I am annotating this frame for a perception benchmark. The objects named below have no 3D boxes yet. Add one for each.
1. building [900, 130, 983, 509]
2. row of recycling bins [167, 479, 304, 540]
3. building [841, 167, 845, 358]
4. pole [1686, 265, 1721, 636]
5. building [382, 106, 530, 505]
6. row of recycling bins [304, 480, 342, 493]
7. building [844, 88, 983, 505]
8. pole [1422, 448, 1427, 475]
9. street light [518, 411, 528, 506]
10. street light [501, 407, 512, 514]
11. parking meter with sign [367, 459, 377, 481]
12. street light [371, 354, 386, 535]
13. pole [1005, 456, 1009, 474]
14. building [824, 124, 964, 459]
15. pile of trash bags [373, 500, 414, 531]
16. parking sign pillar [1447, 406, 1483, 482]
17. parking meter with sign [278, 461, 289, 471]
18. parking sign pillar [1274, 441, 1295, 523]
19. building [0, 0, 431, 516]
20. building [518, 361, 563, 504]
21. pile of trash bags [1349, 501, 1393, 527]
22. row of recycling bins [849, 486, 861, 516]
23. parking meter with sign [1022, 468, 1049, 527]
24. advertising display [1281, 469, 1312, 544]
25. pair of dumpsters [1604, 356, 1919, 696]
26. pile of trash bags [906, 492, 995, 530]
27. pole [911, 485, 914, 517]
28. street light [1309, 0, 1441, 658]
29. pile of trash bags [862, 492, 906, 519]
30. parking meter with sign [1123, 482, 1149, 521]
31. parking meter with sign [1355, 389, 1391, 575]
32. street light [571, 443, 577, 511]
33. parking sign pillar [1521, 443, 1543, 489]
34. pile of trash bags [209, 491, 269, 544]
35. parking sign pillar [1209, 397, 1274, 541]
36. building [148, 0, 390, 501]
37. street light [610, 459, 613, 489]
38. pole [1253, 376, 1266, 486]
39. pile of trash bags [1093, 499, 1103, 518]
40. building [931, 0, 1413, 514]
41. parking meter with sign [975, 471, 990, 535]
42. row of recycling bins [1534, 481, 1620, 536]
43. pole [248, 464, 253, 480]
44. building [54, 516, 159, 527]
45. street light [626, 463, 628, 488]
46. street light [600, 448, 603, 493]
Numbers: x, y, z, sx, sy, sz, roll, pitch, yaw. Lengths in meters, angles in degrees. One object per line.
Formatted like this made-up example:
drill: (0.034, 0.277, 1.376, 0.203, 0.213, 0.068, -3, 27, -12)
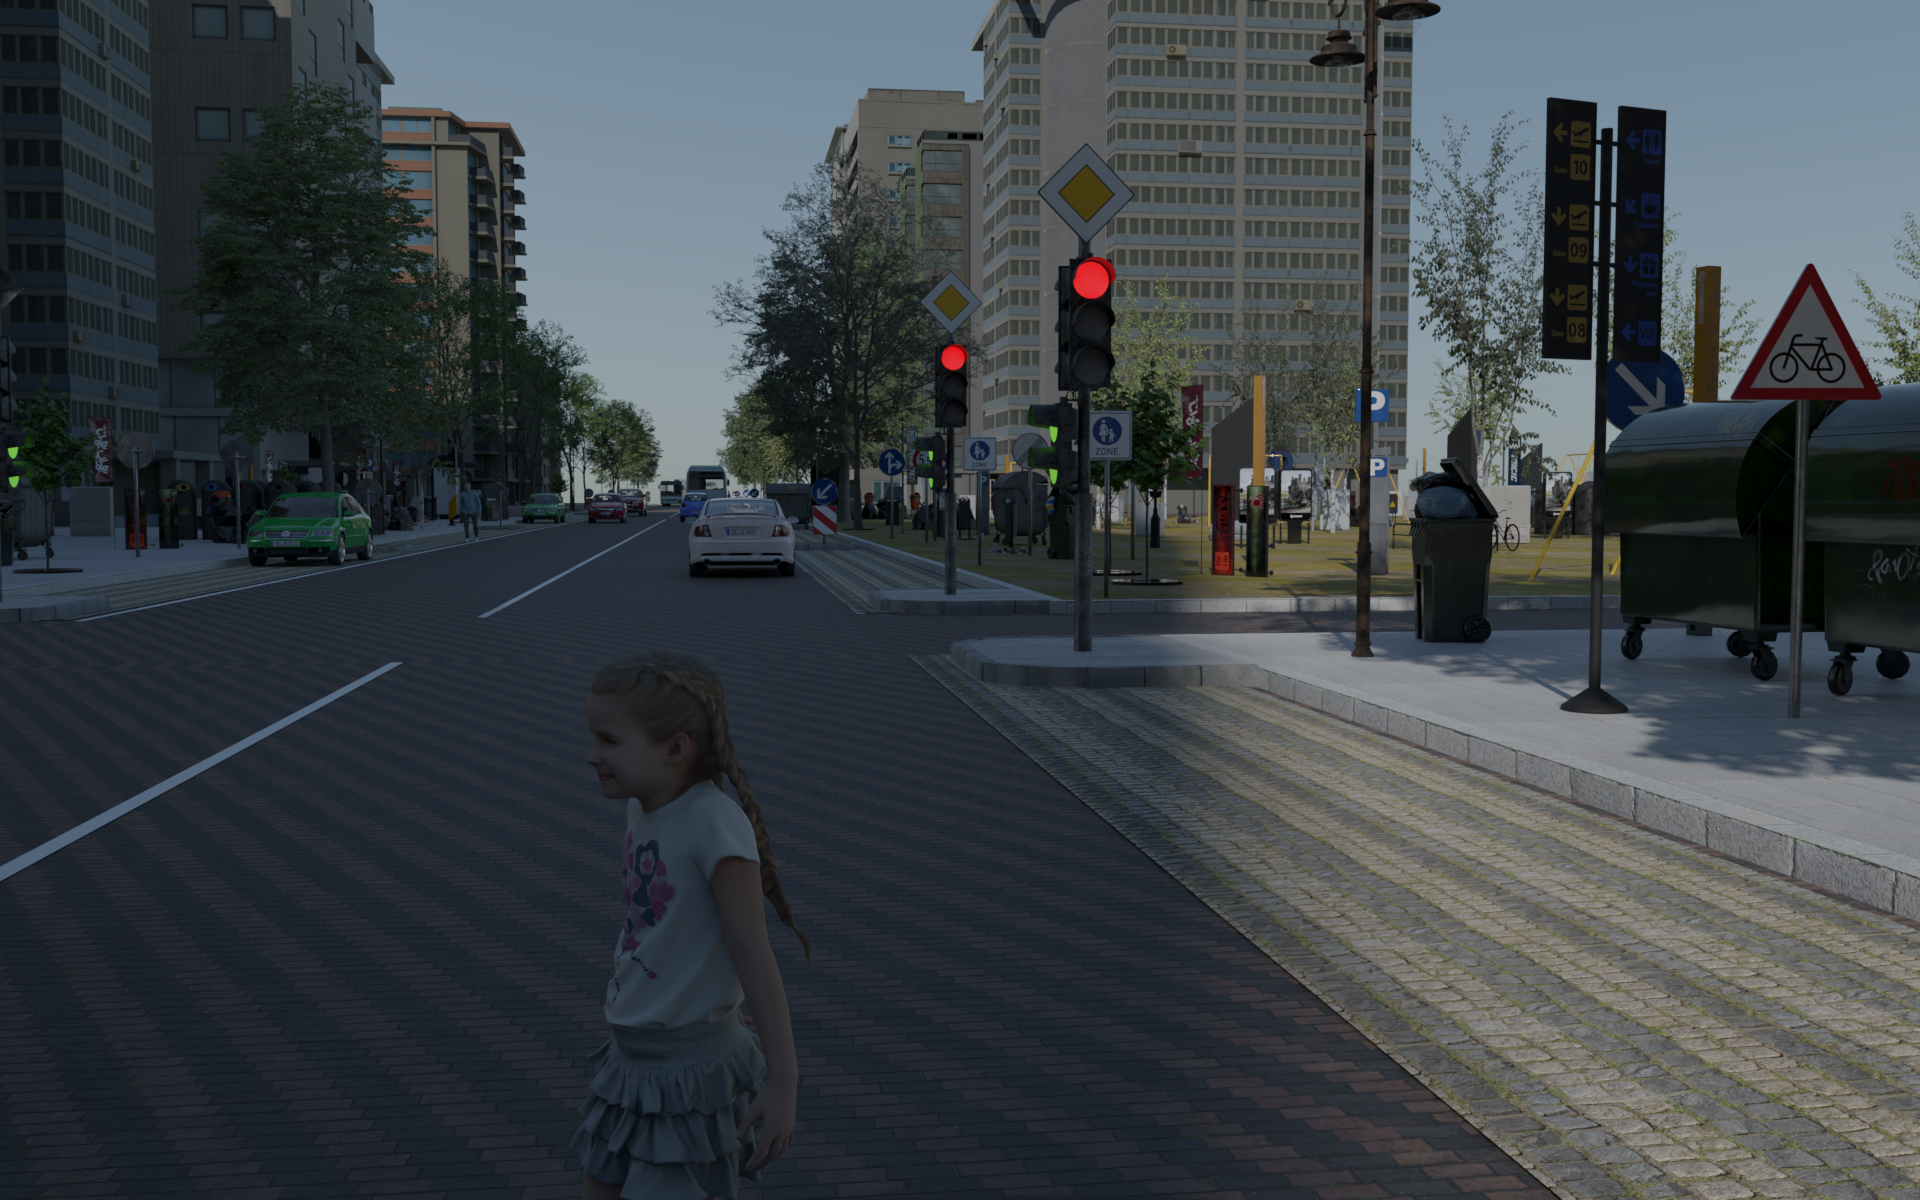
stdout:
building: (3.110, -22.622, 141.565, 14.160, 30.474, 14.107, 0, 4, -8)
row of recycling bins: (-20.556, -2.550, 48.813, 3.534, 1.692, 1.069, 0, 4, -1)
building: (-7.771, -34.997, 222.316, 14.600, 45.320, 14.200, 0, 4, -8)
pole: (6.706, -1.331, 15.612, 0.158, 3.312, 0.155, 0, 3, 0)
building: (-61.666, -33.273, 198.630, 22.147, 44.769, 28.867, 0, 4, -8)
row of recycling bins: (-19.817, -2.719, 51.572, 1.069, 1.692, 3.534, 2, 4, 26)
building: (-2.191, -35.551, 204.963, 21.300, 48.544, 21.600, 0, 4, -8)
pole: (20.676, -5.096, 77.159, 0.158, 3.312, 0.155, 0, 3, 0)
street light: (-24.258, -7.558, 96.362, 0.468, 5.910, 1.993, 0, 4, -8)
street light: (-23.303, -7.109, 89.026, 0.468, 5.910, 1.993, 0, 4, -8)
parking meter with sign: (-28.703, -5.390, 84.389, 0.543, 3.016, 1.738, -2, 4, -29)
street light: (-18.283, -5.008, 54.673, 0.468, 5.910, 1.993, 0, 4, -8)
pole: (2.499, -6.015, 92.183, 0.158, 3.312, 0.155, 0, 3, 0)
building: (-3.871, -40.047, 244.007, 28.713, 52.752, 27.495, 0, 4, -8)
pile of trash bags: (-20.793, -3.070, 59.944, 1.912, 1.369, 3.447, 3, 4, 37)
parking sign pillar: (15.596, -3.980, 53.551, 1.447, 3.967, 1.447, -1, 4, -18)
parking meter with sign: (-35.594, -5.855, 91.989, 0.543, 3.016, 1.738, 0, 4, -1)
parking sign pillar: (14.522, -5.495, 78.321, 1.447, 3.967, 1.447, -2, 4, -29)
building: (-57.267, -26.843, 130.761, 32.217, 40.220, 23.993, 0, 4, -8)
building: (-67.665, -23.399, 227.608, 27.650, 21.520, 28.899, 0, 4, -8)
pile of trash bags: (15.539, -3.596, 68.542, 1.912, 1.369, 3.447, -2, 4, -29)
row of recycling bins: (-5.789, -5.251, 92.967, 1.069, 1.692, 3.534, 0, 4, -3)
parking meter with sign: (3.022, -4.293, 66.458, 1.738, 3.016, 0.543, -3, 4, -38)
advertising display: (8.602, -2.403, 44.497, 0.974, 1.923, 0.123, -1, 4, -23)
pair of dumpsters: (6.029, -0.549, 11.465, 1.574, 2.255, 4.437, -1, 4, -8)
pile of trash bags: (0.059, -3.210, 62.230, 3.447, 1.369, 1.912, -1, 4, -18)
pole: (-2.664, -6.313, 97.066, 0.158, 3.312, 0.155, 0, 3, 0)
street light: (3.179, -2.490, 13.496, 0.468, 5.910, 1.993, 0, 4, -8)
pile of trash bags: (-3.377, -4.866, 89.313, 3.447, 1.369, 1.912, -3, 5, -44)
parking meter with sign: (8.224, -5.273, 82.476, 1.738, 3.016, 0.543, -1, 4, -23)
parking meter with sign: (6.703, -1.944, 28.046, 0.543, 3.016, 1.738, 1, 4, 10)
street light: (-29.191, -9.668, 130.856, 0.468, 5.910, 1.993, 0, 4, -8)
parking sign pillar: (29.940, -6.274, 91.050, 1.447, 3.967, 1.447, -1, 4, -23)
pile of trash bags: (-19.012, -2.218, 46.023, 3.447, 1.369, 1.912, 3, 5, 43)
parking sign pillar: (7.580, -3.616, 47.587, 1.447, 3.967, 1.447, 2, 4, 30)
building: (-50.970, -31.474, 103.844, 28.713, 52.752, 27.495, 0, 4, -8)
street light: (-36.017, -12.595, 178.719, 0.468, 5.910, 1.993, 0, 4, -8)
pole: (5.172, -2.209, 29.962, 0.158, 3.312, 0.155, 0, 3, 0)
pile of trash bags: (6.116, -5.015, 91.743, 1.912, 1.369, 3.447, 2, 4, 34)
building: (14.692, -26.385, 123.271, 32.217, 40.220, 23.993, 0, 4, -8)
parking meter with sign: (0.685, -3.569, 54.621, 0.543, 3.016, 1.738, 0, 4, -3)
row of recycling bins: (19.486, -2.890, 54.362, 1.069, 1.692, 3.534, -2, 4, -29)
pole: (-32.329, -5.206, 78.958, 0.158, 3.312, 0.155, 0, 3, 0)
building: (-47.800, -23.162, 70.578, 32.217, 40.220, 23.993, 0, 4, -8)
street light: (-40.963, -14.703, 213.184, 0.468, 5.910, 1.993, 0, 4, -8)
street light: (-34.042, -11.733, 164.620, 0.468, 5.910, 1.993, 0, 4, -8)
